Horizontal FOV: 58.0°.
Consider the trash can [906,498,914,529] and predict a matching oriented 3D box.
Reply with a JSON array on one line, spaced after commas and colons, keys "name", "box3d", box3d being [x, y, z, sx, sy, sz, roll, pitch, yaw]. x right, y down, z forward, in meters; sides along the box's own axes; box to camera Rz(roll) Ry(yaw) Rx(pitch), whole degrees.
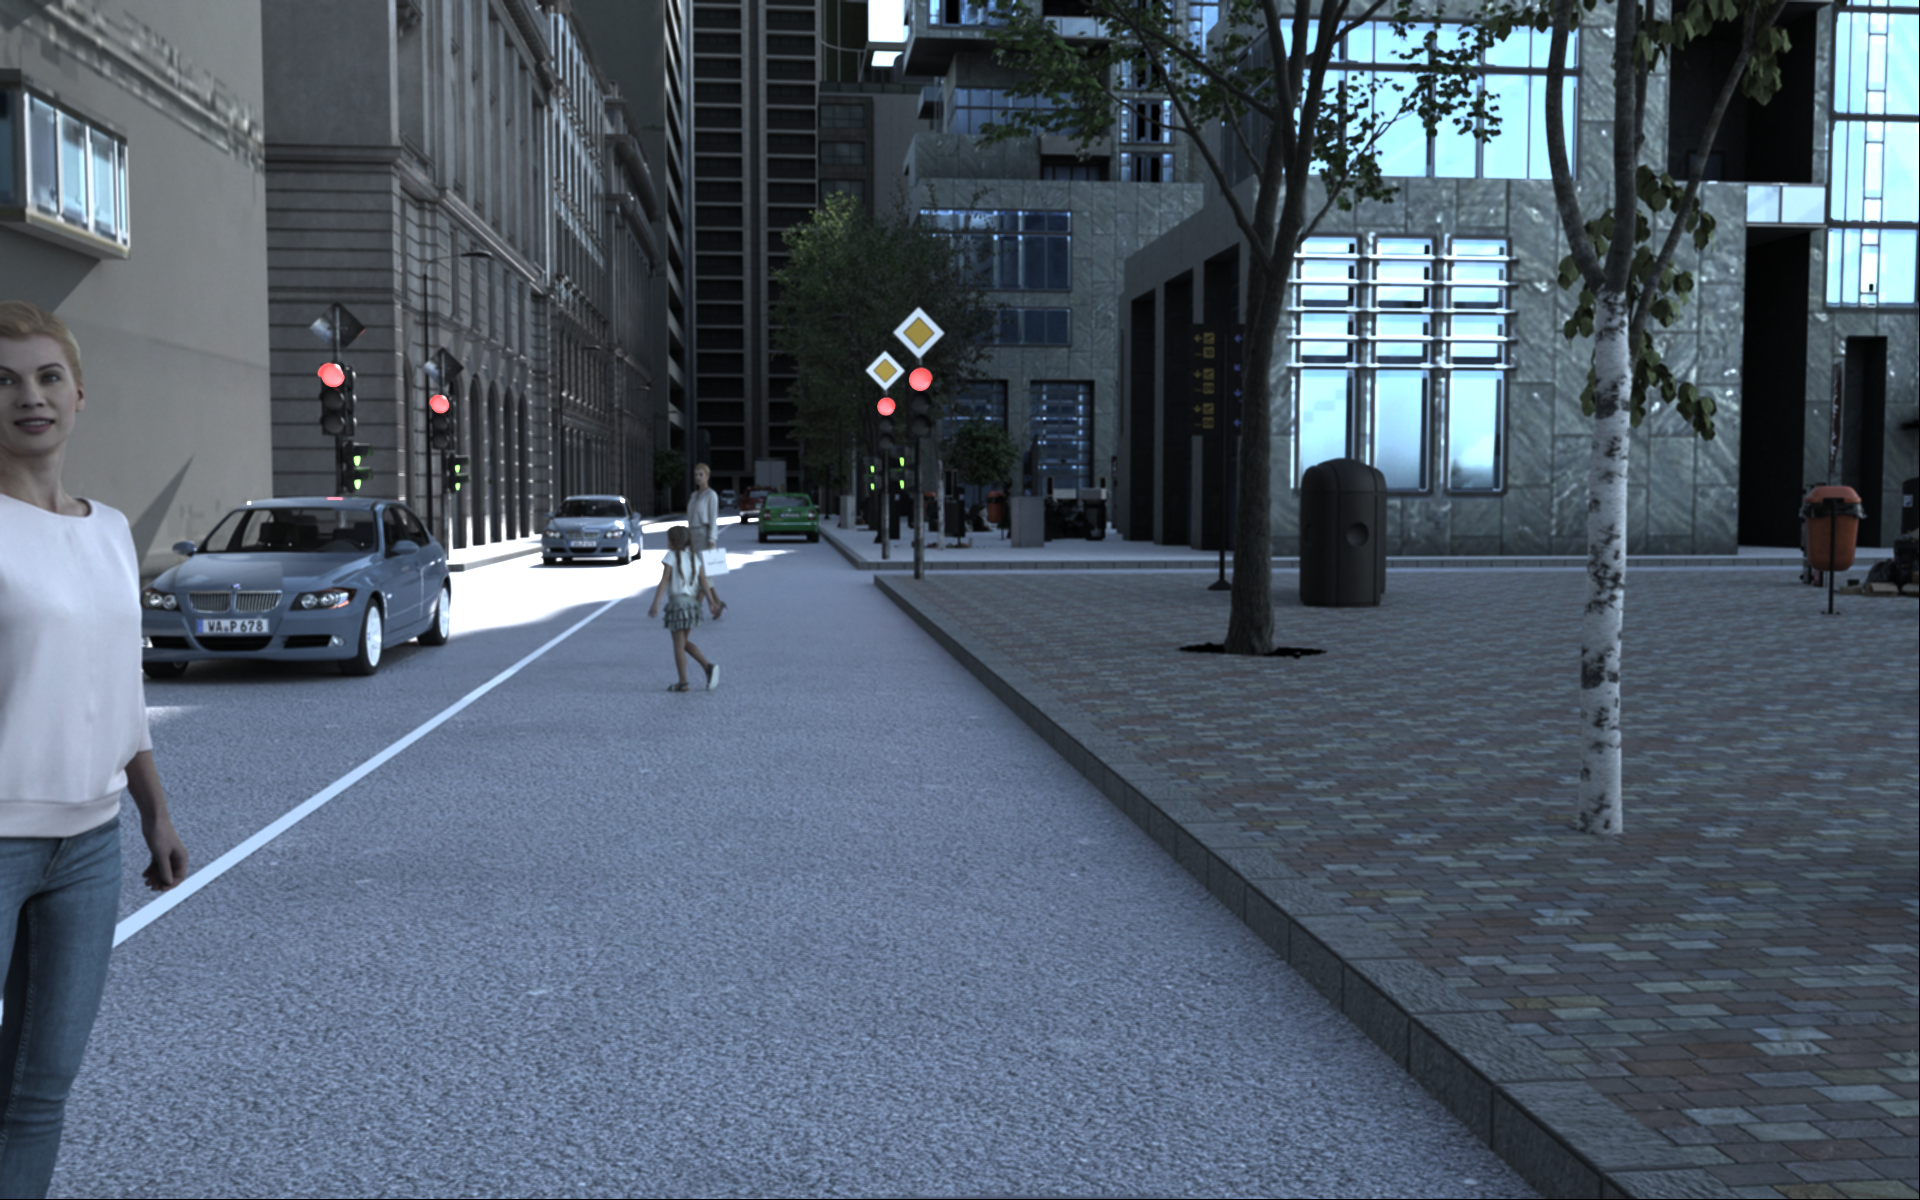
[{"name": "trash can", "box3d": [-1.641, -3.229, 64.452, 0.748, 1.137, 0.748, 0, 3, 0]}]

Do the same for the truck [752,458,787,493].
[{"name": "truck", "box3d": [-15.253, -9.183, 139.059, 2.839, 4.237, 11.283, 0, 4, -7]}]

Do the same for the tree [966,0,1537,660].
[{"name": "tree", "box3d": [2.505, -5.372, 13.580, 9.928, 11.665, 9.643, 0, 3, 0]}]

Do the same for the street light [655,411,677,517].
[{"name": "street light", "box3d": [-16.483, -7.600, 96.807, 1.470, 5.913, 1.316, 0, 4, -6]}]

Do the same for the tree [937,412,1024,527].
[{"name": "tree", "box3d": [0.826, -5.134, 67.662, 4.285, 4.588, 4.351, 0, 3, 0]}]

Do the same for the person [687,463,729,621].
[{"name": "person", "box3d": [-2.857, -0.654, 19.554, 0.624, 1.780, 0.694, -2, 4, -32]}]

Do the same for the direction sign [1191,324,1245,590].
[{"name": "direction sign", "box3d": [3.514, -1.904, 23.129, 0.876, 3.537, 0.379, 0, 4, -4]}]

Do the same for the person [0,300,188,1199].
[{"name": "person", "box3d": [-1.677, 0.392, 2.759, 0.598, 1.740, 0.731, 1, 4, 9]}]

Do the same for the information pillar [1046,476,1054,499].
[{"name": "information pillar", "box3d": [3.730, -4.142, 72.210, 0.304, 2.012, 0.304, 0, 4, -3]}]

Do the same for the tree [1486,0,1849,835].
[{"name": "tree", "box3d": [2.676, -3.423, 6.326, 4.737, 8.622, 4.395, 0, 3, 0]}]

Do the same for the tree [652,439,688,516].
[{"name": "tree", "box3d": [-17.948, -7.360, 104.054, 4.285, 4.588, 4.351, 0, 3, 0]}]

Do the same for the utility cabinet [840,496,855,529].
[{"name": "utility cabinet", "box3d": [-4.133, -3.222, 63.840, 0.306, 1.237, 1.020, 1, 4, 14]}]

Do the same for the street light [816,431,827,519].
[{"name": "street light", "box3d": [-5.112, -5.745, 66.467, 1.470, 5.913, 1.316, 0, 4, -6]}]

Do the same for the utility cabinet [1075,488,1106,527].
[{"name": "utility cabinet", "box3d": [5.054, -3.524, 66.293, 0.318, 1.500, 1.173, -3, 5, -43]}]

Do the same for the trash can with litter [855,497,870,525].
[{"name": "trash can with litter", "box3d": [-3.950, -3.717, 72.159, 0.624, 1.170, 1.055, 2, 4, 26]}]

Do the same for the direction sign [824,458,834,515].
[{"name": "direction sign", "box3d": [-8.191, -7.103, 108.134, 0.876, 3.537, 0.379, 3, 5, 41]}]

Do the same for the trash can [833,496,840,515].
[{"name": "trash can", "box3d": [-7.263, -5.673, 104.405, 0.748, 1.137, 0.748, 0, 3, 0]}]

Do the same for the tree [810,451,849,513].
[{"name": "tree", "box3d": [-8.543, -8.117, 116.423, 4.285, 4.588, 4.351, 0, 3, 0]}]

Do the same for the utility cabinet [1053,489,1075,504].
[{"name": "utility cabinet", "box3d": [4.487, -4.116, 75.976, 1.173, 1.500, 0.318, -1, 4, -22]}]

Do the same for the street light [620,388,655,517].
[{"name": "street light", "box3d": [-14.241, -6.305, 75.629, 1.470, 5.913, 1.316, 0, 4, -6]}]

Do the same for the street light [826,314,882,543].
[{"name": "street light", "box3d": [-2.634, -4.428, 44.939, 1.470, 5.913, 1.316, 0, 4, -6]}]

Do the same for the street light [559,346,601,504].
[{"name": "street light", "box3d": [-11.990, -5.013, 54.509, 1.470, 5.913, 1.316, 0, 4, -6]}]

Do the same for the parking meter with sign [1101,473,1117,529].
[{"name": "parking meter with sign", "box3d": [5.930, -4.139, 63.939, 1.738, 3.016, 0.543, 1, 4, 9]}]

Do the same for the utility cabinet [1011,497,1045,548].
[{"name": "utility cabinet", "box3d": [1.625, -1.865, 41.661, 0.306, 1.237, 1.020, 3, 4, 37]}]

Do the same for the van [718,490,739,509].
[{"name": "van", "box3d": [-22.392, -9.813, 167.460, 2.013, 2.044, 4.112, 0, 4, -6]}]

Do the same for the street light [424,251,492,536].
[{"name": "street light", "box3d": [-9.665, -3.713, 33.255, 1.470, 5.913, 1.316, 0, 4, -6]}]

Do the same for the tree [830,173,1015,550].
[{"name": "tree", "box3d": [-0.589, -5.443, 39.363, 4.360, 8.622, 3.978, 0, 3, 0]}]

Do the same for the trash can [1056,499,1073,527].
[{"name": "trash can", "box3d": [3.367, -2.614, 54.397, 0.748, 1.137, 0.748, 0, 3, 0]}]

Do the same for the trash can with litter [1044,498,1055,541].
[{"name": "trash can with litter", "box3d": [2.088, -2.178, 47.000, 0.624, 1.170, 1.055, -3, 5, -40]}]

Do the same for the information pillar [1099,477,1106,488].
[{"name": "information pillar", "box3d": [6.227, -4.355, 75.699, 0.304, 2.012, 0.304, 0, 4, -1]}]

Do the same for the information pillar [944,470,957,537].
[{"name": "information pillar", "box3d": [-0.281, -2.919, 52.223, 0.304, 2.012, 0.304, 2, 4, 25]}]

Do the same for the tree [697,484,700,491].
[{"name": "tree", "box3d": [-24.585, -10.139, 160.381, 1.663, 3.219, 1.824, 0, 3, 0]}]

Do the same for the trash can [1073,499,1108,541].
[{"name": "trash can", "box3d": [3.711, -2.212, 47.820, 0.748, 1.137, 0.748, 0, 3, 0]}]

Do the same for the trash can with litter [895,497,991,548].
[{"name": "trash can with litter", "box3d": [-0.512, -1.869, 41.617, 2.233, 1.210, 1.678, 2, 4, 32]}]

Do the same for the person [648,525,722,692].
[{"name": "person", "box3d": [-1.995, 0.064, 12.470, 0.382, 1.210, 0.505, 3, 4, 37]}]

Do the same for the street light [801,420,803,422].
[{"name": "street light", "box3d": [-7.286, -7.037, 87.596, 1.470, 5.913, 1.316, 0, 4, -6]}]

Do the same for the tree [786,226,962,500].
[{"name": "tree", "box3d": [-3.670, -9.529, 73.931, 7.486, 12.596, 7.792, 0, 3, 0]}]
